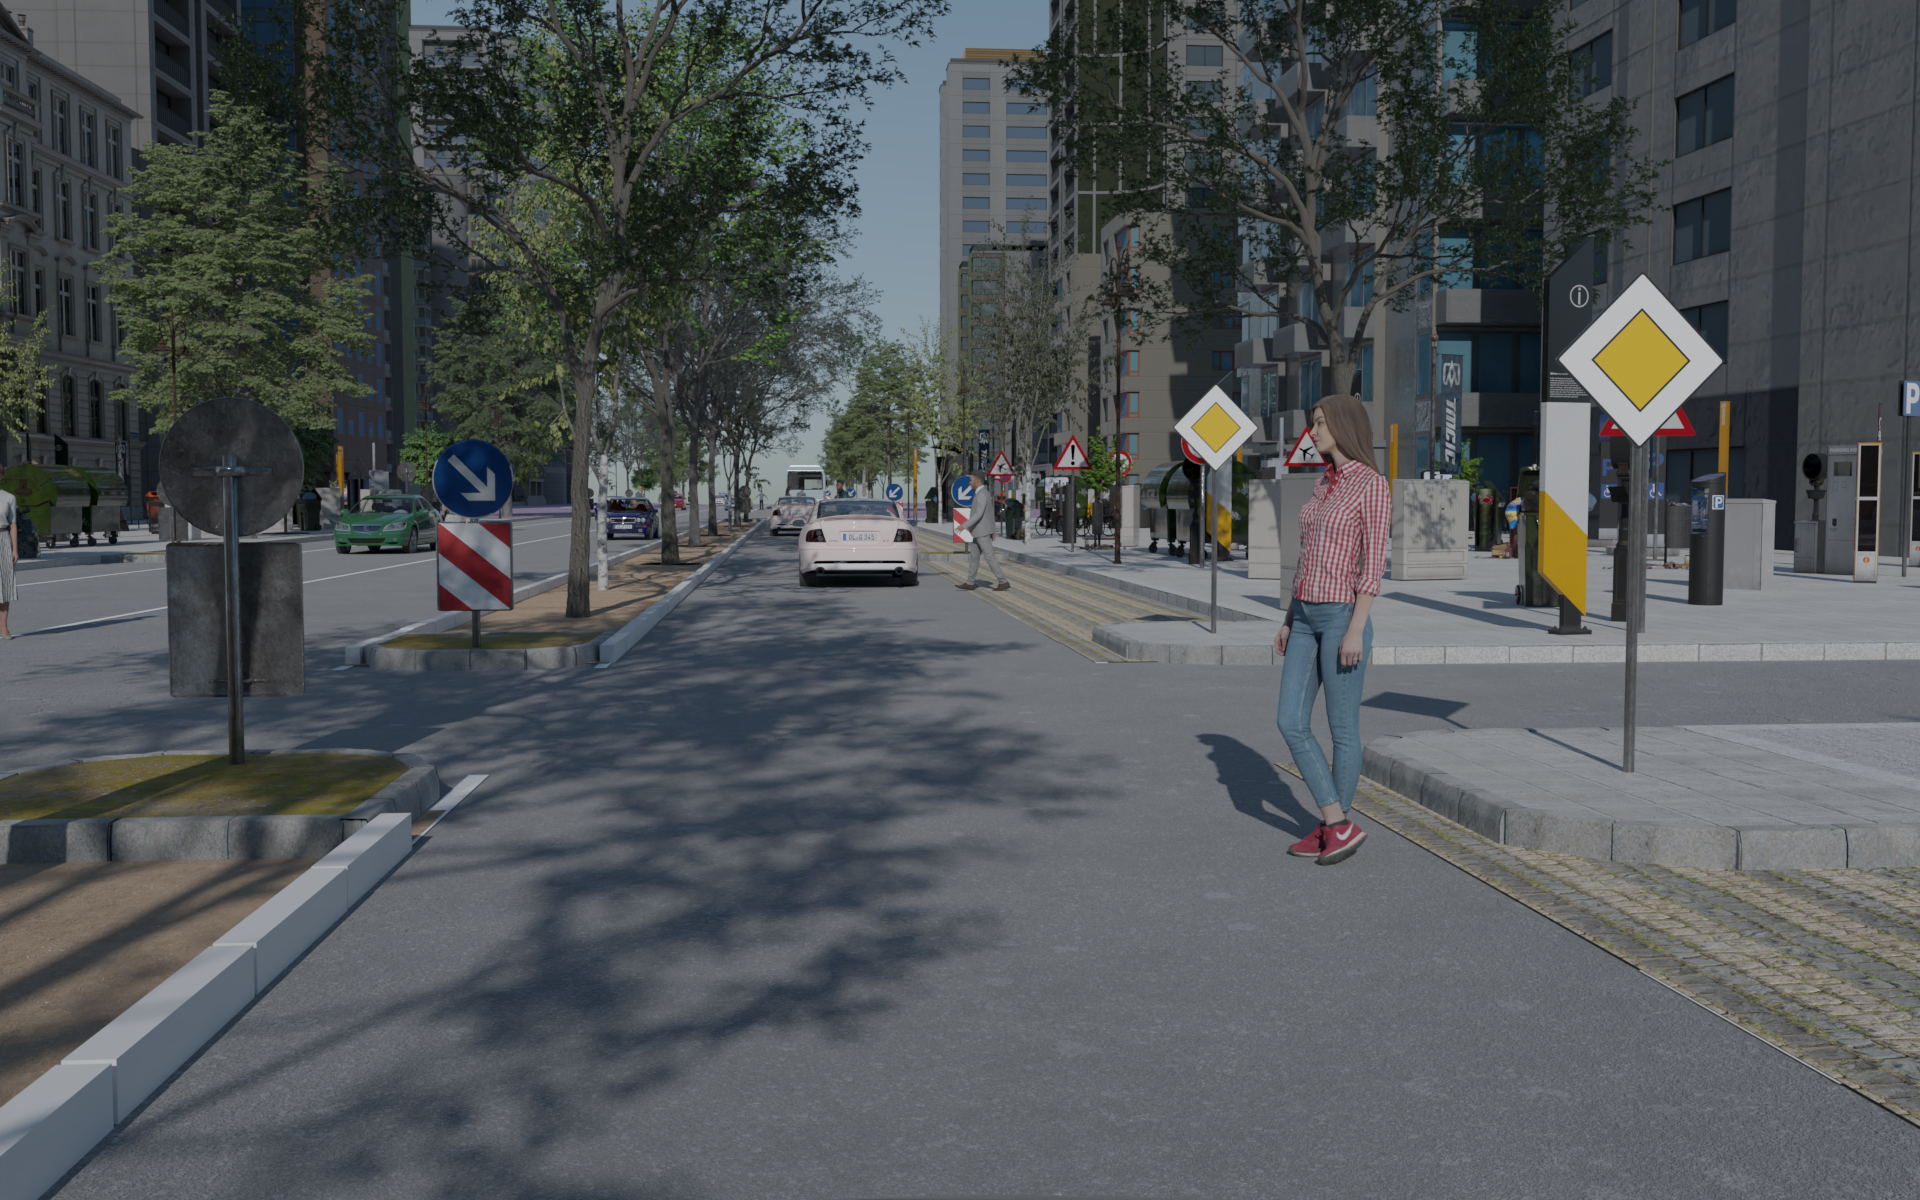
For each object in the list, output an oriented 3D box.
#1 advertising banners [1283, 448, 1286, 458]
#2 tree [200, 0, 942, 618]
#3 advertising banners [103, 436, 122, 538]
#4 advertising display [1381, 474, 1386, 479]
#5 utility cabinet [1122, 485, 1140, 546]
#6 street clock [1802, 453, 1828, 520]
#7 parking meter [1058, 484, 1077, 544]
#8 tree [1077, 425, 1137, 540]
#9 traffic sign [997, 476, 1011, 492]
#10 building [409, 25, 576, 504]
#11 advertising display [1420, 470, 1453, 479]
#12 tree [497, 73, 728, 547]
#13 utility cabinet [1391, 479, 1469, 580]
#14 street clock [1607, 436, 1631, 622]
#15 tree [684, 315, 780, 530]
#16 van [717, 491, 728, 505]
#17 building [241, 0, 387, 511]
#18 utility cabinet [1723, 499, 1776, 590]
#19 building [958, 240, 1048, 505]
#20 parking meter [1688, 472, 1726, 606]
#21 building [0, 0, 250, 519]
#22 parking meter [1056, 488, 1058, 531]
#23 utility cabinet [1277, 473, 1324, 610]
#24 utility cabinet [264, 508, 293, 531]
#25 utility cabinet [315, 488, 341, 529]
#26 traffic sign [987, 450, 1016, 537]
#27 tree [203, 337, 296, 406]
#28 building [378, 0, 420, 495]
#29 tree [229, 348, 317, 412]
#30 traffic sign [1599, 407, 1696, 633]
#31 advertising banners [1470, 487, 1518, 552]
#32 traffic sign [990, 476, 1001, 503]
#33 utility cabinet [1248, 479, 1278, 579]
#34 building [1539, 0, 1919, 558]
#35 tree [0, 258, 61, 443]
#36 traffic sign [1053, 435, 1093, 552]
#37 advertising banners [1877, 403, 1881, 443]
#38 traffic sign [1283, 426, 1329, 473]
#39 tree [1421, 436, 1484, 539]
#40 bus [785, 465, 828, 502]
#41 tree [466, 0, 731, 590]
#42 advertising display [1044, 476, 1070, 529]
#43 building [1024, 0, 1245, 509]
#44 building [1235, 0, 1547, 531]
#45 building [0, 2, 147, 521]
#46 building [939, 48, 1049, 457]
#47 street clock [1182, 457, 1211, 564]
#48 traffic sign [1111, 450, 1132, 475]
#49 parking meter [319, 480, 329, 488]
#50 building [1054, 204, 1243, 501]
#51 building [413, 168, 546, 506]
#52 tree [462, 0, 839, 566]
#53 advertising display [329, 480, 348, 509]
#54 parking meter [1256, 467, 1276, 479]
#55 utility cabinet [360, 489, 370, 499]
[{"bbox_3d":[12.194,-4.263,65.886,0.090,3.025,2.074,1,4,22],"label":"advertising banners"},{"bbox_3d":[-4.408,-5.045,19.359,8.767,10.594,7.601,0,4,-5],"label":"tree"},{"bbox_3d":[-25.091,-3.372,51.328,0.090,3.025,2.074,-1,4,-10],"label":"advertising banners"},{"bbox_3d":[13.573,-3.111,56.073,0.123,1.923,0.974,2,4,32],"label":"advertising display"},{"bbox_3d":[4.177,-2.068,42.488,0.318,1.500,1.173,1,4,13],"label":"utility cabinet"},{"bbox_3d":[15.250,-1.608,30.867,0.358,2.002,0.471,-1,4,-17],"label":"street clock"},{"bbox_3d":[2.845,-2.238,44.997,0.372,1.533,0.369,0,3,0],"label":"parking meter"},{"bbox_3d":[3.874,-3.319,48.869,1.663,3.219,1.824,0,3,0],"label":"tree"},{"bbox_3d":[2.083,-5.080,83.162,0.768,2.556,0.104,0,4,-1],"label":"traffic sign"},{"bbox_3d":[-61.481,-41.511,220.697,21.231,58.520,28.212,0,4,-5],"label":"building"},{"bbox_3d":[12.938,-2.558,47.032,0.974,1.923,0.123,-1,4,-20],"label":"advertising display"},{"bbox_3d":[-7.230,-8.182,46.602,12.009,13.543,11.850,0,3,0],"label":"tree"},{"bbox_3d":[7.005,-1.045,25.770,1.173,1.500,0.318,-1,4,-22],"label":"utility cabinet"},{"bbox_3d":[6.676,-0.784,17.396,0.358,2.002,0.471,2,4,32],"label":"street clock"},{"bbox_3d":[-8.957,-6.999,67.257,4.360,8.622,3.978,0,3,0],"label":"tree"},{"bbox_3d":[-31.669,-13.771,232.168,2.013,2.044,4.112,0,4,-6],"label":"van"},{"bbox_3d":[-46.907,-28.384,114.190,14.600,45.320,14.200,0,4,-5],"label":"building"},{"bbox_3d":[10.522,-0.756,23.524,0.306,1.237,1.020,-2,4,-30],"label":"utility cabinet"},{"bbox_3d":[7.728,-26.305,201.787,14.160,30.474,14.107,0,4,-5],"label":"building"},{"bbox_3d":[8.646,-0.712,20.045,0.372,1.533,0.369,0,3,0],"label":"parking meter"},{"bbox_3d":[-49.520,-40.196,95.454,20.563,71.187,20.611,0,4,-5],"label":"building"},{"bbox_3d":[3.400,-3.041,58.127,0.372,1.533,0.369,0,3,0],"label":"parking meter"},{"bbox_3d":[3.795,-0.602,18.514,0.318,1.500,1.173,-1,4,-11],"label":"utility cabinet"},{"bbox_3d":[-24.160,-3.063,61.246,1.020,1.237,0.306,-2,4,-27],"label":"utility cabinet"},{"bbox_3d":[-23.102,-3.310,62.792,1.173,1.500,0.318,-3,5,-40],"label":"utility cabinet"},{"bbox_3d":[1.238,-3.154,51.576,0.884,2.594,0.081,0,4,3],"label":"traffic sign"},{"bbox_3d":[-31.076,-7.673,75.823,4.360,8.622,3.978,0,3,0],"label":"tree"},{"bbox_3d":[-49.273,-27.245,129.045,14.154,41.232,14.086,0,4,-5],"label":"building"},{"bbox_3d":[-33.912,-8.236,85.019,4.737,8.622,4.395,0,3,0],"label":"tree"},{"bbox_3d":[6.291,-0.973,15.919,0.884,2.594,0.081,0,4,-1],"label":"traffic sign"},{"bbox_3d":[12.309,-2.560,38.039,2.074,3.025,0.090,2,4,25],"label":"advertising banners"},{"bbox_3d":[1.195,-4.052,66.255,0.884,2.594,0.081,0,4,-4],"label":"traffic sign"},{"bbox_3d":[4.923,-1.051,25.864,1.173,1.500,0.318,2,4,29],"label":"utility cabinet"},{"bbox_3d":[28.627,-36.881,41.252,20.611,71.187,20.563,0,4,-5],"label":"building"},{"bbox_3d":[-29.903,-6.262,52.752,4.737,8.622,4.395,0,3,0],"label":"tree"},{"bbox_3d":[2.474,-2.324,37.999,0.884,2.594,0.081,0,4,1],"label":"traffic sign"},{"bbox_3d":[17.311,-2.238,32.783,0.090,3.025,2.074,2,4,32],"label":"advertising banners"},{"bbox_3d":[6.633,-2.033,33.237,0.884,2.594,0.081,0,3,0],"label":"traffic sign"},{"bbox_3d":[14.271,-3.370,49.704,1.663,3.219,1.824,0,3,0],"label":"tree"},{"bbox_3d":[-10.412,-7.493,117.372,2.948,3.499,13.247,0,4,-4],"label":"bus"},{"bbox_3d":[-5.347,-4.452,25.615,4.737,8.622,4.395,0,3,0],"label":"tree"},{"bbox_3d":[3.520,-3.518,62.733,0.974,1.923,0.123,2,4,25],"label":"advertising display"},{"bbox_3d":[16.764,-43.121,143.280,20.563,71.187,20.611,0,4,-5],"label":"building"},{"bbox_3d":[24.468,-27.668,71.973,23.786,49.044,30.456,0,4,-5],"label":"building"},{"bbox_3d":[-43.483,-15.142,66.651,14.460,24.649,34.723,0,4,-5],"label":"building"},{"bbox_3d":[7.731,-42.500,236.881,21.231,58.520,28.212,0,4,-5],"label":"building"},{"bbox_3d":[4.307,-1.655,31.623,0.471,2.002,0.358,2,4,31],"label":"street clock"},{"bbox_3d":[4.604,-3.064,50.210,0.768,2.556,0.104,0,4,1],"label":"traffic sign"},{"bbox_3d":[-26.389,-4.051,71.941,0.255,1.863,0.399,1,4,13],"label":"parking meter"},{"bbox_3d":[22.397,-16.848,120.509,27.650,21.520,28.899,0,4,-5],"label":"building"},{"bbox_3d":[-64.188,-30.749,194.633,32.217,40.220,23.993,0,4,-5],"label":"building"},{"bbox_3d":[-5.949,-6.507,34.609,9.928,11.665,9.643,0,3,0],"label":"tree"},{"bbox_3d":[-28.241,-4.480,78.467,0.974,1.923,0.123,-2,4,-31],"label":"advertising display"},{"bbox_3d":[6.495,-1.907,36.890,0.399,1.863,0.255,-1,4,-22],"label":"parking meter"},{"bbox_3d":[-27.953,-4.504,82.321,1.173,1.500,0.318,2,4,24],"label":"utility cabinet"}]
